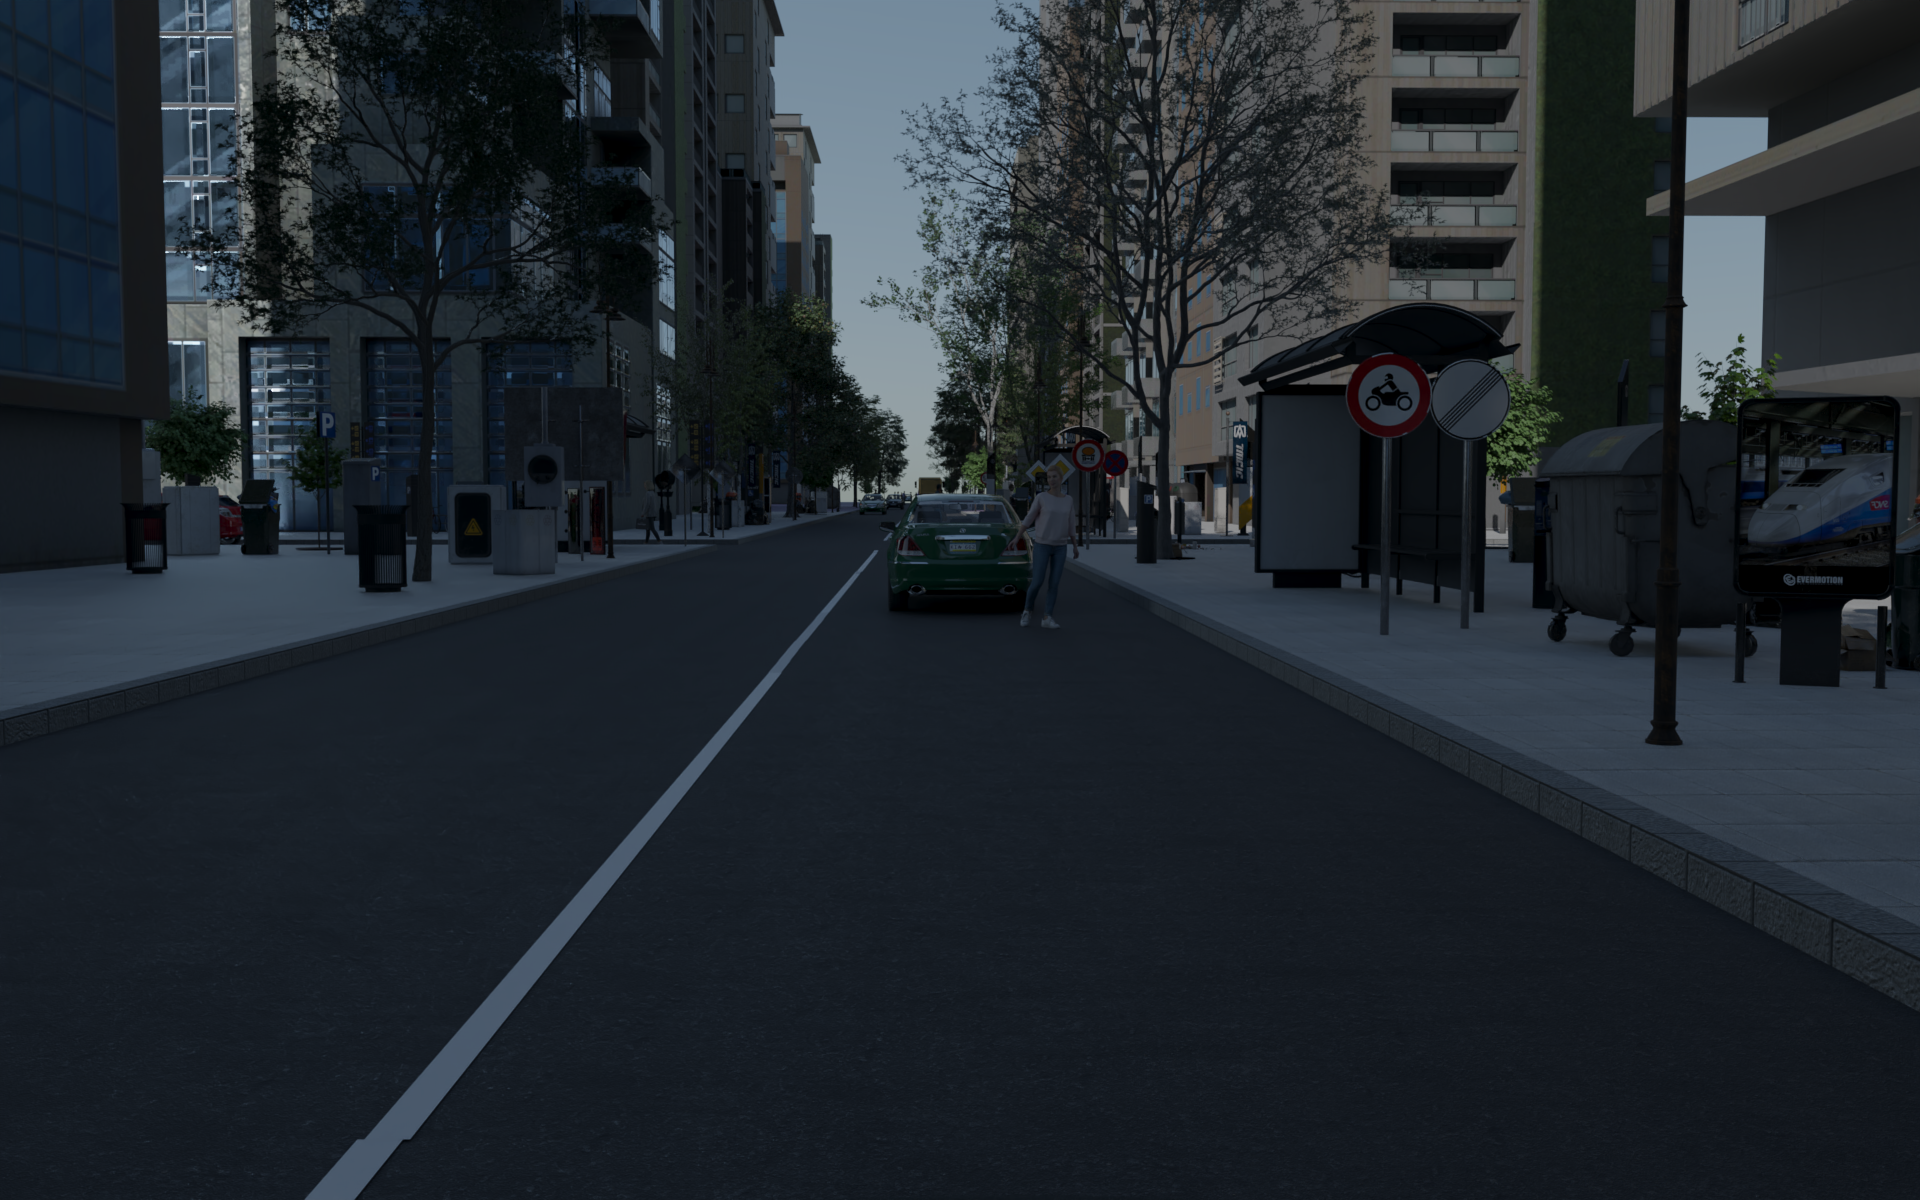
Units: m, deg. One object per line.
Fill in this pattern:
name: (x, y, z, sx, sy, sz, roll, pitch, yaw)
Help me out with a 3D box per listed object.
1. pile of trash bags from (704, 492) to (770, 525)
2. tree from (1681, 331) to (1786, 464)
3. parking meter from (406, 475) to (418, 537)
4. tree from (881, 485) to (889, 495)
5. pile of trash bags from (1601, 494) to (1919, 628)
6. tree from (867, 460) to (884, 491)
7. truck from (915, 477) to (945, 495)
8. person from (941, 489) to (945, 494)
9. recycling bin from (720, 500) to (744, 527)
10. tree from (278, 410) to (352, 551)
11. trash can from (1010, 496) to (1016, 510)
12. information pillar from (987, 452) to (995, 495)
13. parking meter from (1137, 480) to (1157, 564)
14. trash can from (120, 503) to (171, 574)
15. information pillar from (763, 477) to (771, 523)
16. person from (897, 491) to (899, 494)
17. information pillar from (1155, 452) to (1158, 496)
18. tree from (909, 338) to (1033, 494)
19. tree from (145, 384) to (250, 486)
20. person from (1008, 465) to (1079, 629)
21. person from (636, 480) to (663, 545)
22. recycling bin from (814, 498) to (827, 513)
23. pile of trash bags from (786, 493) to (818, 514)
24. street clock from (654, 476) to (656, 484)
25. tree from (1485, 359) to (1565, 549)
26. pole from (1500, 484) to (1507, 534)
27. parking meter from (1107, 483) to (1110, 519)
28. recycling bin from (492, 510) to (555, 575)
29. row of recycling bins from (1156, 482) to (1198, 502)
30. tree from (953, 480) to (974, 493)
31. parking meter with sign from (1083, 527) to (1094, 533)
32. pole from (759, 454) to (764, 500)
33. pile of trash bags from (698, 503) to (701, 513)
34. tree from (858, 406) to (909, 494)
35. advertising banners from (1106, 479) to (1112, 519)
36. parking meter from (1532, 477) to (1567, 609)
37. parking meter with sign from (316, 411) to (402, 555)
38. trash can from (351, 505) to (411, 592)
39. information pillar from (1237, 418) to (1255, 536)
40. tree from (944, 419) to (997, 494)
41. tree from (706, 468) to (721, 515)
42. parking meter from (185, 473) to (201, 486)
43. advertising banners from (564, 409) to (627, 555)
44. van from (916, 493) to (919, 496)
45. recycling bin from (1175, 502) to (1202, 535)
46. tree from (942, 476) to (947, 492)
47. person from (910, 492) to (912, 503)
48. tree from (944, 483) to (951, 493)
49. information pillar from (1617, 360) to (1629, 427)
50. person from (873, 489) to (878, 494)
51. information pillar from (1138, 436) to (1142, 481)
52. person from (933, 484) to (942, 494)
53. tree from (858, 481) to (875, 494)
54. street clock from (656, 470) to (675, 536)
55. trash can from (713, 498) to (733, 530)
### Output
pile of trash bags: (-9.006, -3.754, 71.134, 1.912, 1.369, 3.447, 0, 4, 7)
tree: (9.353, -1.591, 20.617, 1.663, 3.219, 1.824, 0, 3, 0)
parking meter: (-16.457, -2.836, 52.085, 0.255, 1.863, 0.399, -3, 5, -45)
tree: (-12.434, -17.637, 282.969, 1.663, 3.219, 1.824, 0, 3, 0)
pile of trash bags: (8.157, -0.449, 17.087, 3.447, 1.369, 1.912, 1, 4, 15)
tree: (-11.553, -16.172, 214.774, 4.360, 8.622, 3.978, 0, 3, 0)
truck: (-3.399, -12.250, 196.210, 3.469, 3.379, 9.791, 0, 4, -2)
person: (-1.424, -7.828, 136.505, 1.348, 1.821, 0.705, 0, 4, -2)
recycling bin: (-8.964, -3.395, 68.062, 0.722, 1.027, 0.722, 2, 4, 35)
tree: (-14.777, -2.749, 39.540, 1.663, 3.219, 1.824, 0, 3, 0)
trash can: (3.102, -5.674, 104.421, 0.748, 1.137, 0.748, 0, 3, 0)
information pillar: (1.705, -6.309, 94.499, 0.504, 3.616, 0.183, 0, 4, -4)
parking meter: (3.455, -1.443, 32.009, 0.372, 1.533, 0.369, 0, 3, 0)
trash can: (-13.126, -0.996, 27.938, 0.748, 1.137, 0.748, 0, 3, 0)
information pillar: (-8.504, -4.403, 76.474, 0.304, 2.012, 0.304, 0, 4, 5)
person: (-7.563, -12.653, 215.904, 0.750, 1.759, 0.617, 0, 4, 5)
information pillar: (9.604, -5.599, 82.900, 0.504, 3.616, 0.183, 1, 4, 18)
tree: (1.618, -14.457, 143.035, 9.857, 13.997, 8.962, 0, 3, 0)
tree: (-22.937, -4.160, 51.734, 4.285, 4.588, 4.351, 0, 3, 0)
person: (0.844, -0.575, 18.570, 0.731, 1.740, 0.598, -2, 4, -28)
person: (-8.141, -2.246, 45.403, 0.728, 1.800, 0.709, 1, 4, 10)
recycling bin: (-9.356, -6.341, 116.221, 0.722, 1.027, 0.722, -1, 4, -16)
pile of trash bags: (-10.463, -6.362, 113.778, 1.912, 1.369, 3.447, -1, 4, -13)
street clock: (-10.460, -3.435, 60.733, 0.471, 2.002, 0.358, -1, 4, -19)
tree: (12.465, -3.492, 40.813, 4.285, 4.588, 4.351, 0, 3, 0)
pole: (17.545, -3.794, 55.883, 0.158, 3.312, 0.155, 0, 3, 0)
parking meter: (7.582, -5.149, 89.895, 0.399, 1.863, 0.255, -2, 4, -35)
recycling bin: (-6.986, -0.928, 27.735, 0.722, 1.027, 0.722, 3, 4, 36)
row of recycling bins: (7.819, -3.372, 62.240, 1.069, 1.692, 3.534, 0, 4, -5)
tree: (0.585, -12.450, 198.159, 1.663, 3.219, 1.824, 0, 3, 0)
parking meter with sign: (4.339, -3.795, 58.305, 0.543, 3.016, 1.738, 0, 4, -4)
pole: (-10.015, -5.724, 87.435, 0.158, 3.312, 0.155, 0, 3, 0)
pile of trash bags: (-15.709, -6.388, 114.199, 3.447, 1.369, 1.912, 3, 5, 45)
tree: (-11.633, -21.059, 250.968, 9.857, 13.997, 8.962, 0, 3, 0)
advertising banners: (7.254, -5.491, 85.958, 0.090, 3.025, 2.074, -1, 4, -12)
parking meter: (6.631, -0.674, 19.429, 0.372, 1.533, 0.369, 0, 3, 0)
parking meter with sign: (-12.623, -2.463, 36.532, 1.738, 3.016, 0.543, 1, 4, 15)
trash can: (-7.589, -0.679, 22.758, 0.748, 1.137, 0.748, 0, 3, 0)
information pillar: (8.819, -3.791, 53.344, 0.504, 3.616, 0.183, 0, 4, -3)
tree: (1.229, -13.921, 177.977, 4.360, 8.622, 3.978, 0, 3, 0)
tree: (-14.340, -6.708, 104.283, 1.663, 3.219, 1.824, 0, 3, 0)
parking meter: (-21.833, -2.670, 49.359, 0.255, 1.863, 0.399, 3, 5, 44)
advertising banners: (-7.674, -2.467, 36.531, 2.074, 3.025, 0.090, 3, 5, 40)
van: (-4.389, -12.950, 216.115, 2.240, 2.365, 5.245, 0, 4, -1)
recycling bin: (7.190, -2.569, 54.550, 0.722, 1.027, 0.722, 0, 4, -3)
tree: (-1.389, -17.220, 265.266, 4.285, 4.588, 4.351, 0, 3, 0)
person: (-6.437, -13.533, 230.587, 0.721, 1.723, 1.217, 0, 4, -4)
tree: (-1.612, -15.864, 253.973, 1.663, 3.219, 1.824, 0, 3, 0)
information pillar: (11.496, -2.370, 30.102, 0.183, 3.616, 0.504, 2, 4, 33)
person: (-6.668, -7.876, 137.415, 1.348, 1.807, 0.705, -1, 4, -20)
information pillar: (7.239, -4.789, 69.656, 0.183, 3.616, 0.504, 0, 4, -4)
person: (-0.845, -3.619, 67.650, 0.713, 1.824, 0.794, 1, 4, 14)
tree: (-11.458, -13.699, 218.571, 1.663, 3.219, 1.824, 0, 3, 0)
street clock: (-8.878, -2.941, 52.654, 0.471, 2.002, 0.358, 3, 5, 43)
trash can: (-8.459, -3.071, 61.871, 0.748, 1.137, 0.748, 0, 3, 0)
